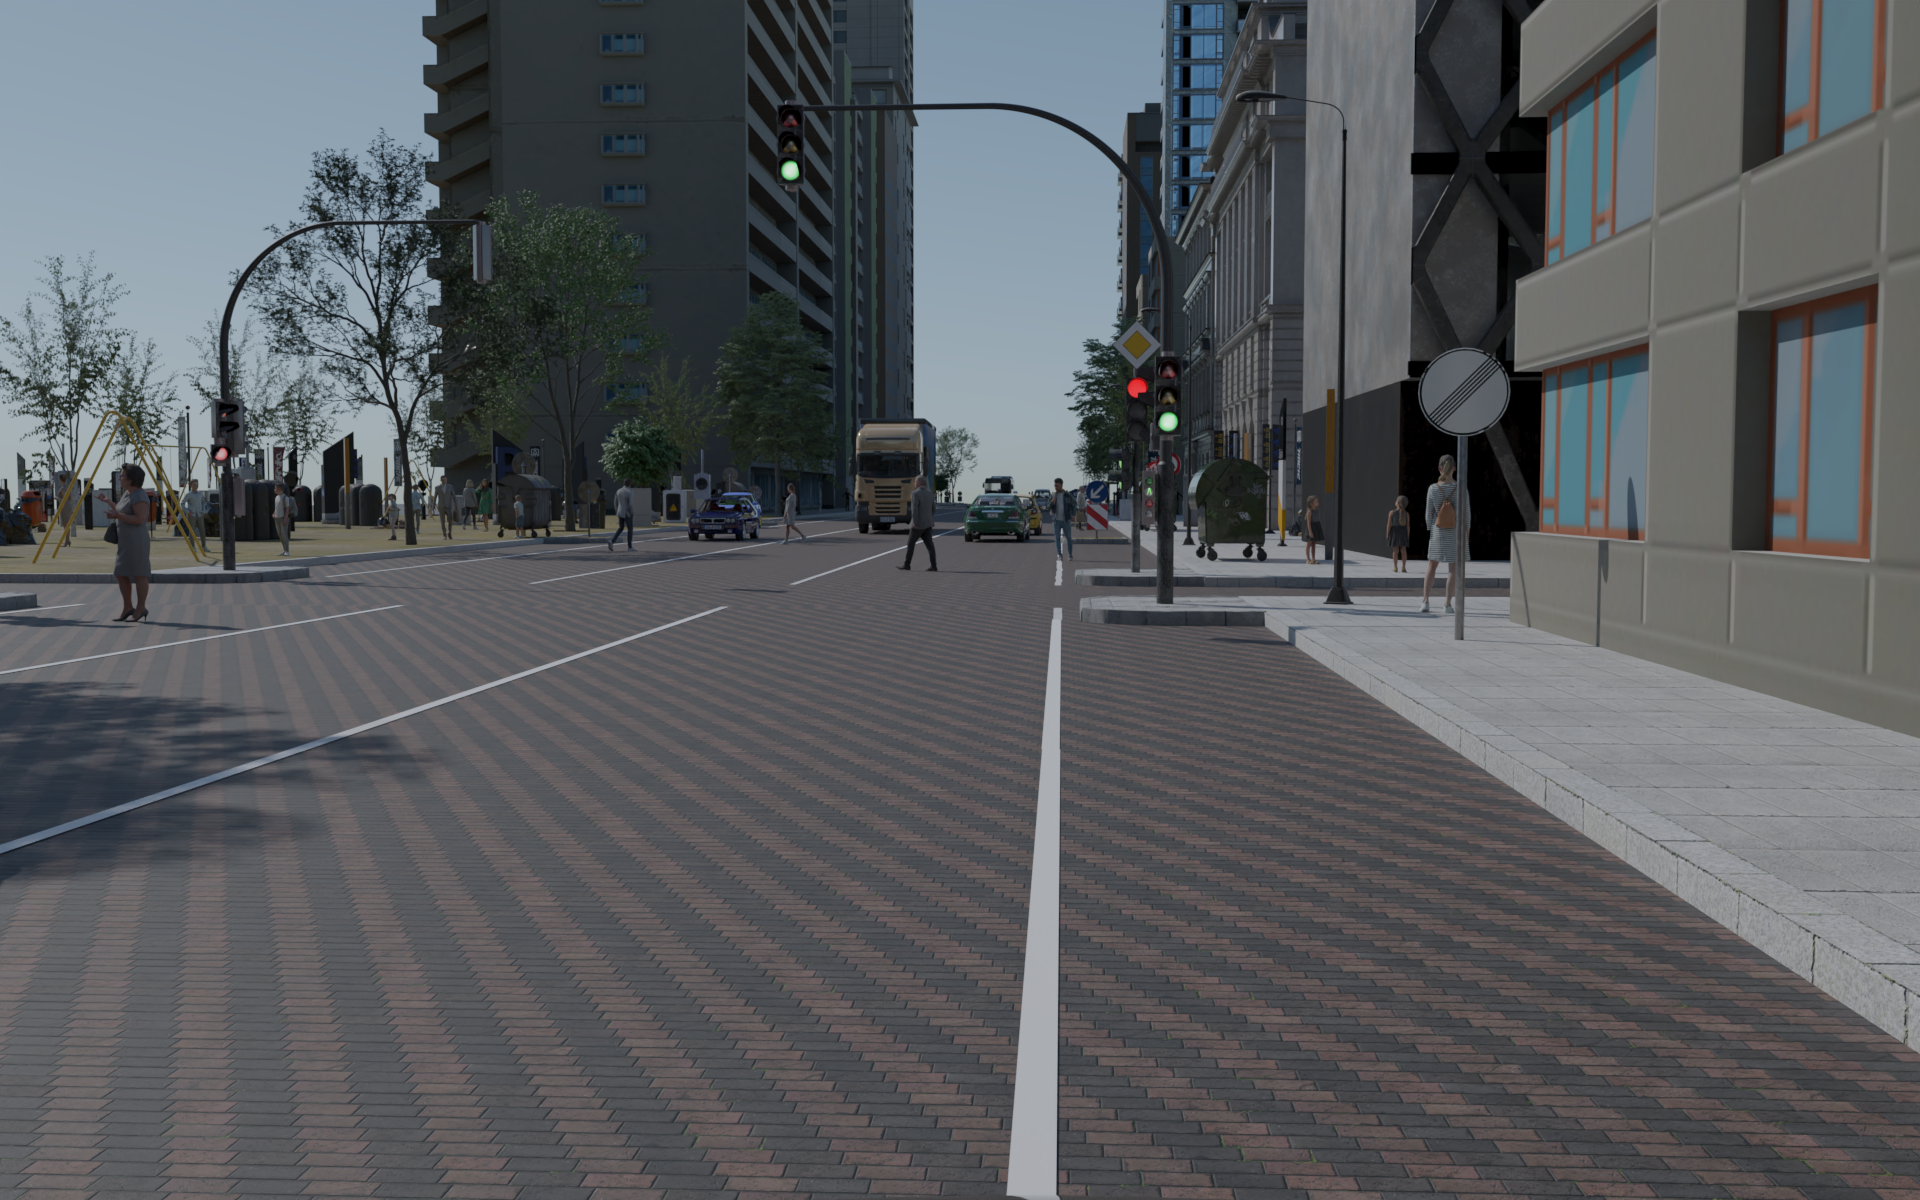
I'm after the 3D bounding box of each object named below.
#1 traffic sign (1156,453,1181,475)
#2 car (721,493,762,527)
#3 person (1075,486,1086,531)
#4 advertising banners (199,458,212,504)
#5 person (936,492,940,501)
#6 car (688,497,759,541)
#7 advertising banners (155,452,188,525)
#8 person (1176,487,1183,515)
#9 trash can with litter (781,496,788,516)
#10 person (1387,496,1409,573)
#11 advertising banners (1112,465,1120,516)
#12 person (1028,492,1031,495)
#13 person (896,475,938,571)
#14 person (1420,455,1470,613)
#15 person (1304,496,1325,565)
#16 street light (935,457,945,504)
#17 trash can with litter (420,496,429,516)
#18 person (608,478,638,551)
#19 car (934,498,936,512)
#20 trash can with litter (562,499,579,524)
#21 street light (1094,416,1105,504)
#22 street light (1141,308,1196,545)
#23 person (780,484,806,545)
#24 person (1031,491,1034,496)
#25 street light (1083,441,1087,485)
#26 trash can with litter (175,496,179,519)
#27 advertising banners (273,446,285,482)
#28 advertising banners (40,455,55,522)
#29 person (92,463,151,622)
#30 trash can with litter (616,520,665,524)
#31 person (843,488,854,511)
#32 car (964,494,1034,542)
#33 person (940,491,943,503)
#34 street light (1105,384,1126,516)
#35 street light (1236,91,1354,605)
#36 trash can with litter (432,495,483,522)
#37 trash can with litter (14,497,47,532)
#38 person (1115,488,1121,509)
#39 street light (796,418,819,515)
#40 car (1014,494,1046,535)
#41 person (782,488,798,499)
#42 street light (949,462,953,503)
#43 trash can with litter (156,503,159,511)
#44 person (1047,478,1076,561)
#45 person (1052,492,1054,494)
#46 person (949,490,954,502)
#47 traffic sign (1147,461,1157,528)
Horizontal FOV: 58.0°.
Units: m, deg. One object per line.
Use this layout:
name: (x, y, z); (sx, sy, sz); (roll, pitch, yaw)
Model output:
traffic sign: (6.313, -3.204, 52.497); (0.768, 2.556, 0.104); (1, 4, 13)
car: (-9.448, -3.895, 73.269); (1.945, 1.707, 3.694); (0, 4, 2)
person: (4.689, -3.595, 67.763); (0.515, 1.767, 0.782); (1, 4, 16)
advertising banners: (-36.599, -5.362, 83.849); (0.090, 3.025, 2.074); (-3, 5, -43)
person: (-3.310, -14.103, 237.345); (1.217, 1.735, 0.721); (-1, 4, -22)
car: (-7.417, -2.562, 54.471); (1.945, 1.354, 3.894); (0, 4, 3)
advertising banners: (-32.994, -4.656, 72.311); (2.074, 3.025, 0.090); (1, 4, 21)
person: (13.423, -6.123, 106.982); (0.721, 1.723, 1.217); (-3, 5, -41)
trash can with litter: (-10.267, -5.390, 99.505); (0.624, 1.170, 1.055); (-2, 4, -24)
person: (7.172, -1.079, 28.349); (0.362, 1.253, 0.373); (0, 4, 7)
advertising banners: (9.085, -6.359, 100.150); (0.090, 3.025, 2.074); (0, 4, -7)
person: (9.596, -13.934, 237.042); (1.217, 1.743, 0.721); (-3, 4, -37)
person: (-0.785, -1.432, 32.305); (0.834, 1.777, 0.661); (2, 4, 31)
person: (5.241, -0.711, 18.673); (0.512, 1.701, 0.522); (1, 4, 13)
person: (6.469, -1.276, 31.569); (0.362, 1.253, 0.373); (-2, 4, -35)
street light: (-2.537, -15.037, 218.390); (1.470, 5.913, 1.316); (0, 4, 3)
trash can with litter: (-31.312, -5.532, 101.509); (1.678, 1.210, 2.233); (1, 4, 17)
person: (-8.438, -2.144, 43.407); (0.661, 1.843, 0.795); (3, 4, 38)
car: (-2.892, -7.945, 139.490); (1.945, 1.707, 3.694); (0, 4, 4)
trash can with litter: (-16.607, -3.883, 74.874); (1.055, 1.170, 0.624); (-3, 5, -44)
street light: (8.783, -7.949, 102.502); (1.470, 5.913, 1.316); (0, 4, 3)
street light: (5.199, -4.328, 43.298); (1.470, 5.913, 1.316); (0, 4, 3)
person: (-4.759, -2.447, 49.251); (0.760, 1.731, 0.466); (-2, 4, -27)
person: (9.445, -13.263, 225.359); (0.705, 1.822, 1.348); (-1, 4, -22)
street light: (11.603, -10.874, 150.332); (1.470, 5.913, 1.316); (0, 4, 3)
trash can with litter: (-40.573, -4.744, 88.614); (1.678, 1.210, 2.233); (1, 4, 19)
advertising banners: (-25.439, -4.090, 63.057); (0.090, 3.025, 2.074); (2, 4, 34)
advertising banners: (-41.807, -5.064, 78.988); (2.074, 3.025, 0.090); (2, 4, 33)
person: (-9.387, -0.644, 19.396); (0.532, 1.782, 0.716); (-3, 5, -43)
trash can with litter: (-13.770, -3.857, 74.119); (2.233, 1.210, 1.678); (0, 4, -3)
person: (-8.439, -7.599, 130.815); (0.721, 1.766, 1.217); (3, 5, 41)
car: (1.173, -2.535, 53.237); (2.131, 1.459, 4.920); (0, 4, 5)
person: (-2.838, -15.367, 257.252); (0.705, 1.831, 1.348); (1, 4, 21)
street light: (7.015, -6.169, 73.405); (1.470, 5.913, 1.316); (0, 4, 3)
street light: (3.880, -2.908, 20.095); (1.470, 5.913, 1.316); (0, 4, 3)
trash can with litter: (-22.532, -4.137, 78.694); (2.233, 1.210, 1.678); (-2, 4, -31)
trash can with litter: (-34.398, -3.216, 63.968); (1.055, 1.170, 0.624); (2, 4, 29)
person: (13.846, -8.836, 150.521); (1.348, 1.823, 0.705); (-2, 4, -34)
street light: (-9.293, -8.136, 105.557); (1.470, 5.913, 1.316); (0, 4, 3)
car: (2.039, -3.131, 61.413); (2.015, 1.641, 3.980); (0, 4, 4)
person: (-10.928, -6.345, 110.466); (1.217, 1.739, 0.721); (0, 4, 1)
street light: (-0.877, -16.817, 247.493); (1.470, 5.913, 1.316); (0, 4, 3)
trash can with litter: (-32.554, -3.526, 69.037); (1.055, 1.170, 0.624); (-3, 5, -43)
person: (2.180, -1.734, 37.195); (0.623, 1.781, 0.721); (0, 4, 1)
person: (11.058, -11.855, 203.124); (0.742, 1.727, 0.445); (1, 4, 10)
person: (-1.500, -15.088, 252.673); (1.348, 1.831, 0.705); (0, 4, -8)
traffic sign: (7.468, -4.029, 65.980); (0.768, 2.556, 0.104); (0, 4, 7)
